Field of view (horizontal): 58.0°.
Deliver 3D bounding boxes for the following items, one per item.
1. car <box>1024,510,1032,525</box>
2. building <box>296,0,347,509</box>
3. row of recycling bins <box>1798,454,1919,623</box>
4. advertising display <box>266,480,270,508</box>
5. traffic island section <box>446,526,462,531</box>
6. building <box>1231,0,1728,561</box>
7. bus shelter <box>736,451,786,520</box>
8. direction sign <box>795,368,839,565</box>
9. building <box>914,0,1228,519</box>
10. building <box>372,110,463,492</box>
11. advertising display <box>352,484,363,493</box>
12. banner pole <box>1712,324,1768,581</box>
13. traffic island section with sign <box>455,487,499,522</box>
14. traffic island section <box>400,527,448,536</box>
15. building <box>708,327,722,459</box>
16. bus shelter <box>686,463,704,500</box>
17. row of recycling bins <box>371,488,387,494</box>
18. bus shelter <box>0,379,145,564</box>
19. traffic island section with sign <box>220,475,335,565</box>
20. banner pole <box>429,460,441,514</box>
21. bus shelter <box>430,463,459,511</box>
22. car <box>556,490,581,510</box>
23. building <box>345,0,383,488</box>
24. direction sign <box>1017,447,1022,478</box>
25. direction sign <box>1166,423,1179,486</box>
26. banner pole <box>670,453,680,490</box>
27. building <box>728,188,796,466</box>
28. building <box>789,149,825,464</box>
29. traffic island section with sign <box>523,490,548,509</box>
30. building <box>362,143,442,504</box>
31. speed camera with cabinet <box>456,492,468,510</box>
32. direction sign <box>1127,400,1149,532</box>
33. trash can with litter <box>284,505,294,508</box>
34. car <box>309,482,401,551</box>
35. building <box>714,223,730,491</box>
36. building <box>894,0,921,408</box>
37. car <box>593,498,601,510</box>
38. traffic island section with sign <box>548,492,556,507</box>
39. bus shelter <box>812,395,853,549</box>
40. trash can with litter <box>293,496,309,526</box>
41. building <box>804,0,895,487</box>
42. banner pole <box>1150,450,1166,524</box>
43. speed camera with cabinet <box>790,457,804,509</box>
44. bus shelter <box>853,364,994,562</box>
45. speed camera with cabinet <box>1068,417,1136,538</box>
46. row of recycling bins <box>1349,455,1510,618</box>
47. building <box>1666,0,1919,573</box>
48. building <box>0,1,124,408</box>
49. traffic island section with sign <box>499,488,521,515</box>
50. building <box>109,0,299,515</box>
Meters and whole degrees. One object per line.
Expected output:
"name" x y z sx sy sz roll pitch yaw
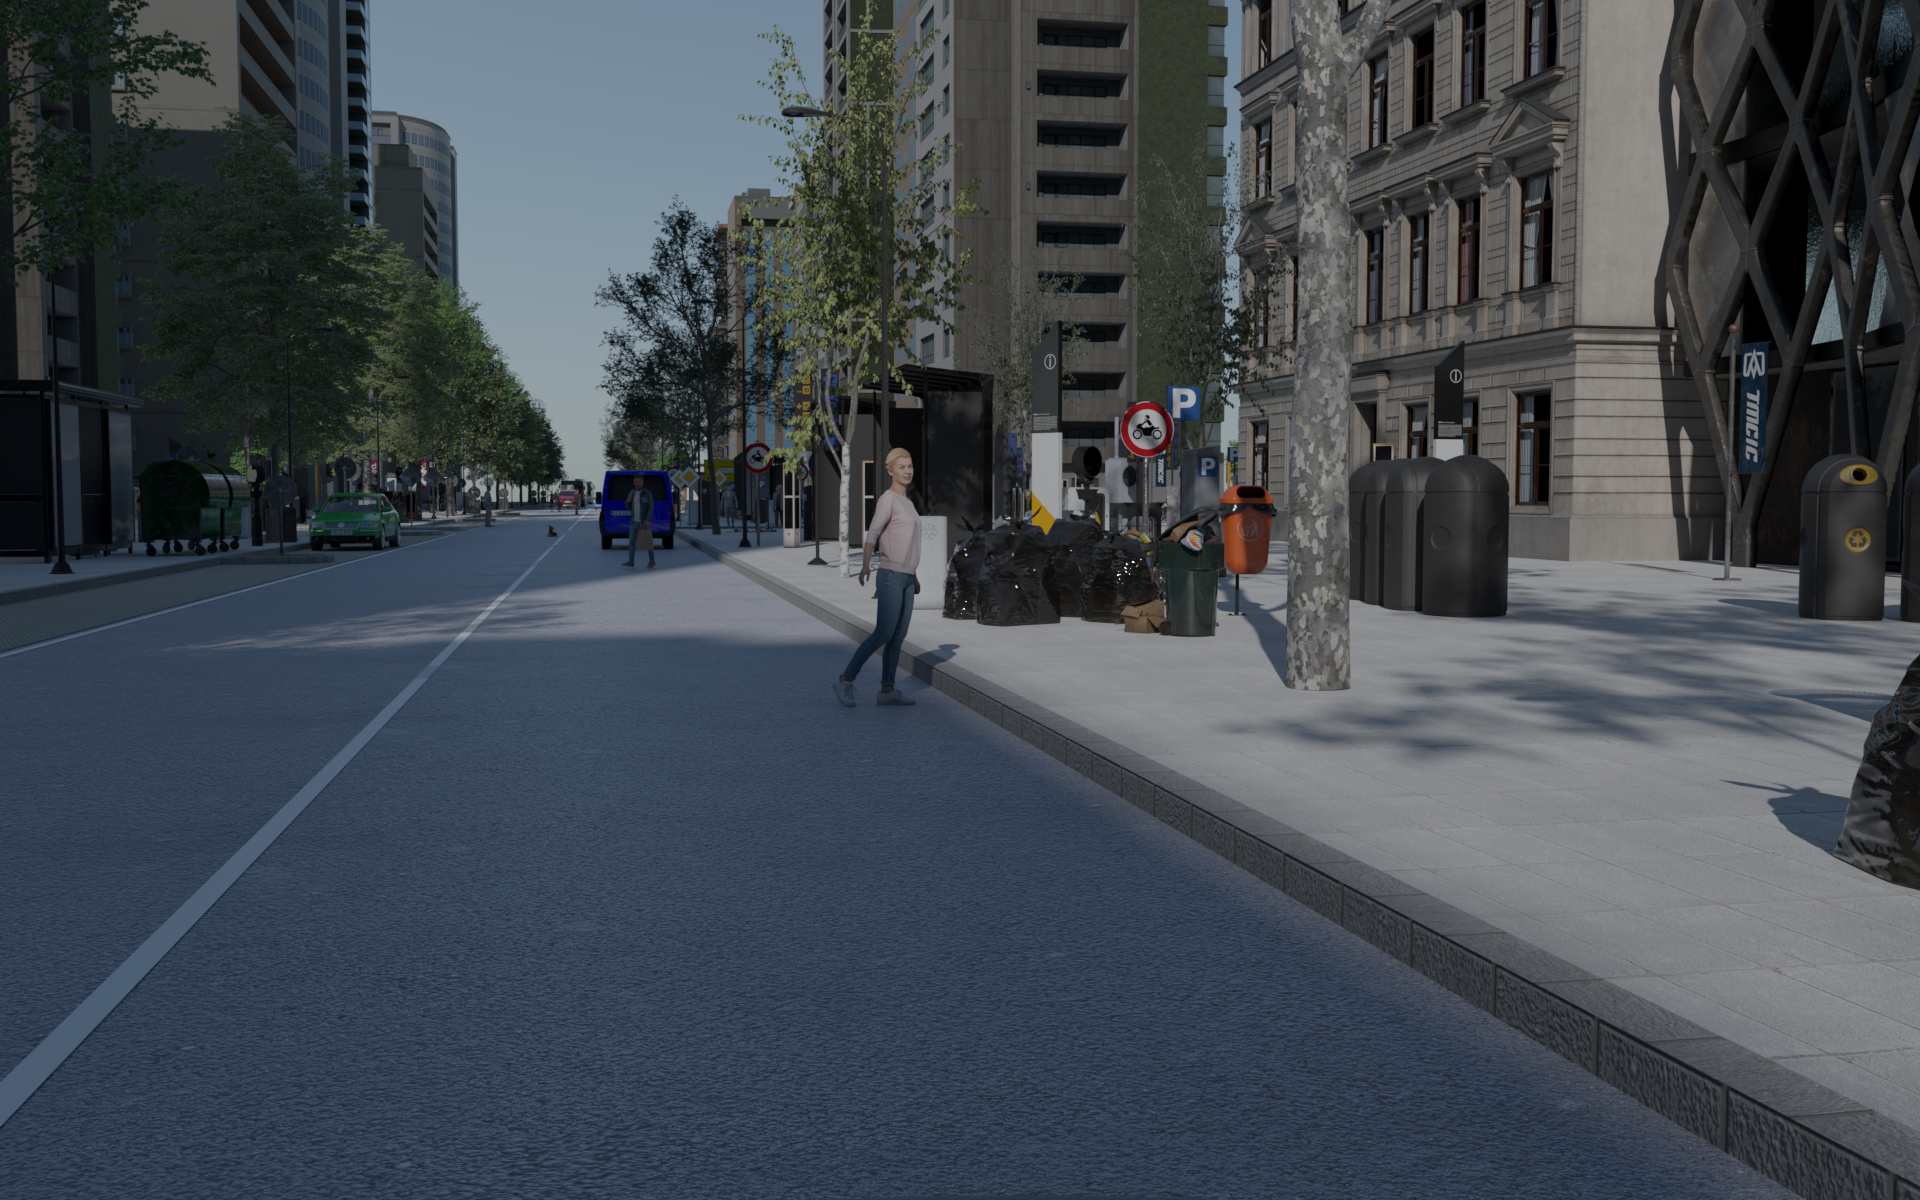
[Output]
"car" 4.804 -3.528 69.678 4.499 1.417 2.014 -1 4 -13
"building" -65.475 -37.115 148.823 21.231 58.520 28.212 -1 4 -12
"row of recycling bins" 10.185 -0.609 17.070 3.534 1.692 1.069 3 4 38
"advertising display" -30.896 -4.434 77.712 0.123 1.923 0.974 -3 5 -39
"traffic island section" -20.662 -2.794 67.970 2.009 0.180 2.903 -1 4 -12
"building" 14.379 -10.859 42.174 10.561 19.102 19.286 -1 4 -12
"bus shelter" -9.355 -5.372 81.762 2.014 3.302 5.546 -1 4 -12
"direction sign" -2.586 -2.407 31.344 0.876 3.537 0.379 1 4 22
"building" 5.565 -19.746 94.556 14.107 30.474 14.160 -1 4 -12
"building" -88.784 -44.257 265.607 21.231 58.520 28.212 -1 4 -12
"advertising display" -39.710 -6.673 114.315 0.974 1.923 0.123 0 4 -1
"banner pole" 11.501 -2.167 25.440 0.401 3.779 0.863 -2 4 -24
"traffic island section with sign" -25.230 -4.987 90.166 1.989 1.847 2.006 -1 4 -12
"traffic island section" -19.057 -2.316 60.147 2.009 0.180 2.903 -1 4 -12
"building" -36.264 -32.135 297.105 14.160 30.474 14.107 -1 4 -12
"bus shelter" -17.666 -7.544 117.275 2.014 3.302 5.546 -1 4 -12
"row of recycling bins" -41.219 -6.973 121.118 3.534 1.692 1.069 3 4 37
"bus shelter" -17.832 -3.386 32.995 2.179 5.291 8.768 -1 4 -11
"traffic island section with sign" -14.115 -1.671 35.945 1.989 1.847 2.006 -1 4 -12
"banner pole" -34.239 -7.514 112.873 0.401 3.779 0.863 3 4 38
"bus shelter" -39.035 -8.576 131.499 1.731 3.624 6.357 -1 4 -12
"car" -35.433 -9.053 156.694 2.281 1.827 5.304 -1 4 -11
"building" -71.590 -52.906 177.681 22.319 86.520 31.000 -1 4 -12
"direction sign" 2.662 -5.630 84.052 0.876 3.537 0.379 -2 4 -26
"direction sign" 6.816 -3.892 55.623 0.379 3.537 0.876 -1 4 -17
"banner pole" -17.377 -7.057 105.397 0.863 3.779 0.401 -3 5 -43
"building" -26.422 -36.910 253.593 14.600 45.320 14.200 -1 4 -12
"building" -5.940 -30.956 198.006 32.217 40.220 23.993 -1 4 -12
"traffic island section with sign" -40.745 -9.611 165.772 1.989 1.847 2.006 -1 4 -12
"building" -84.570 -37.780 241.397 21.300 48.544 21.600 -1 4 -12
"speed camera with cabinet" -39.881 -8.756 137.497 2.038 3.252 0.660 1 4 20
"direction sign" 4.337 -3.077 42.313 0.379 3.537 0.876 -2 4 -29
"trash can with litter" -26.372 -3.405 67.056 1.055 1.170 0.624 0 4 2
"car" -15.714 -2.219 45.069 1.959 1.807 4.718 -1 4 -10
"building" -27.773 -37.963 275.322 22.147 44.769 28.867 -1 4 -12
"building" 3.689 -28.287 112.605 14.600 45.320 14.200 -1 4 -12
"car" -32.603 -9.111 158.562 1.945 1.707 3.694 -1 4 -12
"traffic island section with sign" -46.201 -11.240 192.402 1.989 1.847 2.006 -1 4 -12
"bus shelter" -2.870 -3.194 43.501 1.731 3.624 6.357 -1 4 -12
"trash can with litter" -26.623 -3.622 70.275 1.678 1.210 2.233 2 4 29
"building" -1.558 -42.714 136.627 20.563 71.187 20.611 -1 4 -12
"banner pole" 8.396 -5.121 73.751 0.863 3.779 0.401 0 4 -1
"speed camera with cabinet" -7.676 -5.586 85.661 2.038 3.252 0.660 2 4 28
"bus shelter" -0.766 -2.640 34.447 1.731 3.624 6.357 -1 4 -12
"speed camera with cabinet" 3.640 -3.033 43.931 2.038 3.252 0.660 -3 5 -42
"row of recycling bins" 5.204 -0.767 19.649 1.069 1.692 3.534 0 4 -4
"building" 21.228 -9.648 25.195 16.820 18.784 16.811 -1 4 -12
"building" -49.692 -19.034 82.912 14.160 30.474 14.107 -1 4 -12
"traffic island section with sign" -30.703 -6.617 116.813 1.989 1.847 2.006 -1 4 -12
"building" -55.225 -29.781 110.623 21.300 48.544 21.600 -1 4 -12
